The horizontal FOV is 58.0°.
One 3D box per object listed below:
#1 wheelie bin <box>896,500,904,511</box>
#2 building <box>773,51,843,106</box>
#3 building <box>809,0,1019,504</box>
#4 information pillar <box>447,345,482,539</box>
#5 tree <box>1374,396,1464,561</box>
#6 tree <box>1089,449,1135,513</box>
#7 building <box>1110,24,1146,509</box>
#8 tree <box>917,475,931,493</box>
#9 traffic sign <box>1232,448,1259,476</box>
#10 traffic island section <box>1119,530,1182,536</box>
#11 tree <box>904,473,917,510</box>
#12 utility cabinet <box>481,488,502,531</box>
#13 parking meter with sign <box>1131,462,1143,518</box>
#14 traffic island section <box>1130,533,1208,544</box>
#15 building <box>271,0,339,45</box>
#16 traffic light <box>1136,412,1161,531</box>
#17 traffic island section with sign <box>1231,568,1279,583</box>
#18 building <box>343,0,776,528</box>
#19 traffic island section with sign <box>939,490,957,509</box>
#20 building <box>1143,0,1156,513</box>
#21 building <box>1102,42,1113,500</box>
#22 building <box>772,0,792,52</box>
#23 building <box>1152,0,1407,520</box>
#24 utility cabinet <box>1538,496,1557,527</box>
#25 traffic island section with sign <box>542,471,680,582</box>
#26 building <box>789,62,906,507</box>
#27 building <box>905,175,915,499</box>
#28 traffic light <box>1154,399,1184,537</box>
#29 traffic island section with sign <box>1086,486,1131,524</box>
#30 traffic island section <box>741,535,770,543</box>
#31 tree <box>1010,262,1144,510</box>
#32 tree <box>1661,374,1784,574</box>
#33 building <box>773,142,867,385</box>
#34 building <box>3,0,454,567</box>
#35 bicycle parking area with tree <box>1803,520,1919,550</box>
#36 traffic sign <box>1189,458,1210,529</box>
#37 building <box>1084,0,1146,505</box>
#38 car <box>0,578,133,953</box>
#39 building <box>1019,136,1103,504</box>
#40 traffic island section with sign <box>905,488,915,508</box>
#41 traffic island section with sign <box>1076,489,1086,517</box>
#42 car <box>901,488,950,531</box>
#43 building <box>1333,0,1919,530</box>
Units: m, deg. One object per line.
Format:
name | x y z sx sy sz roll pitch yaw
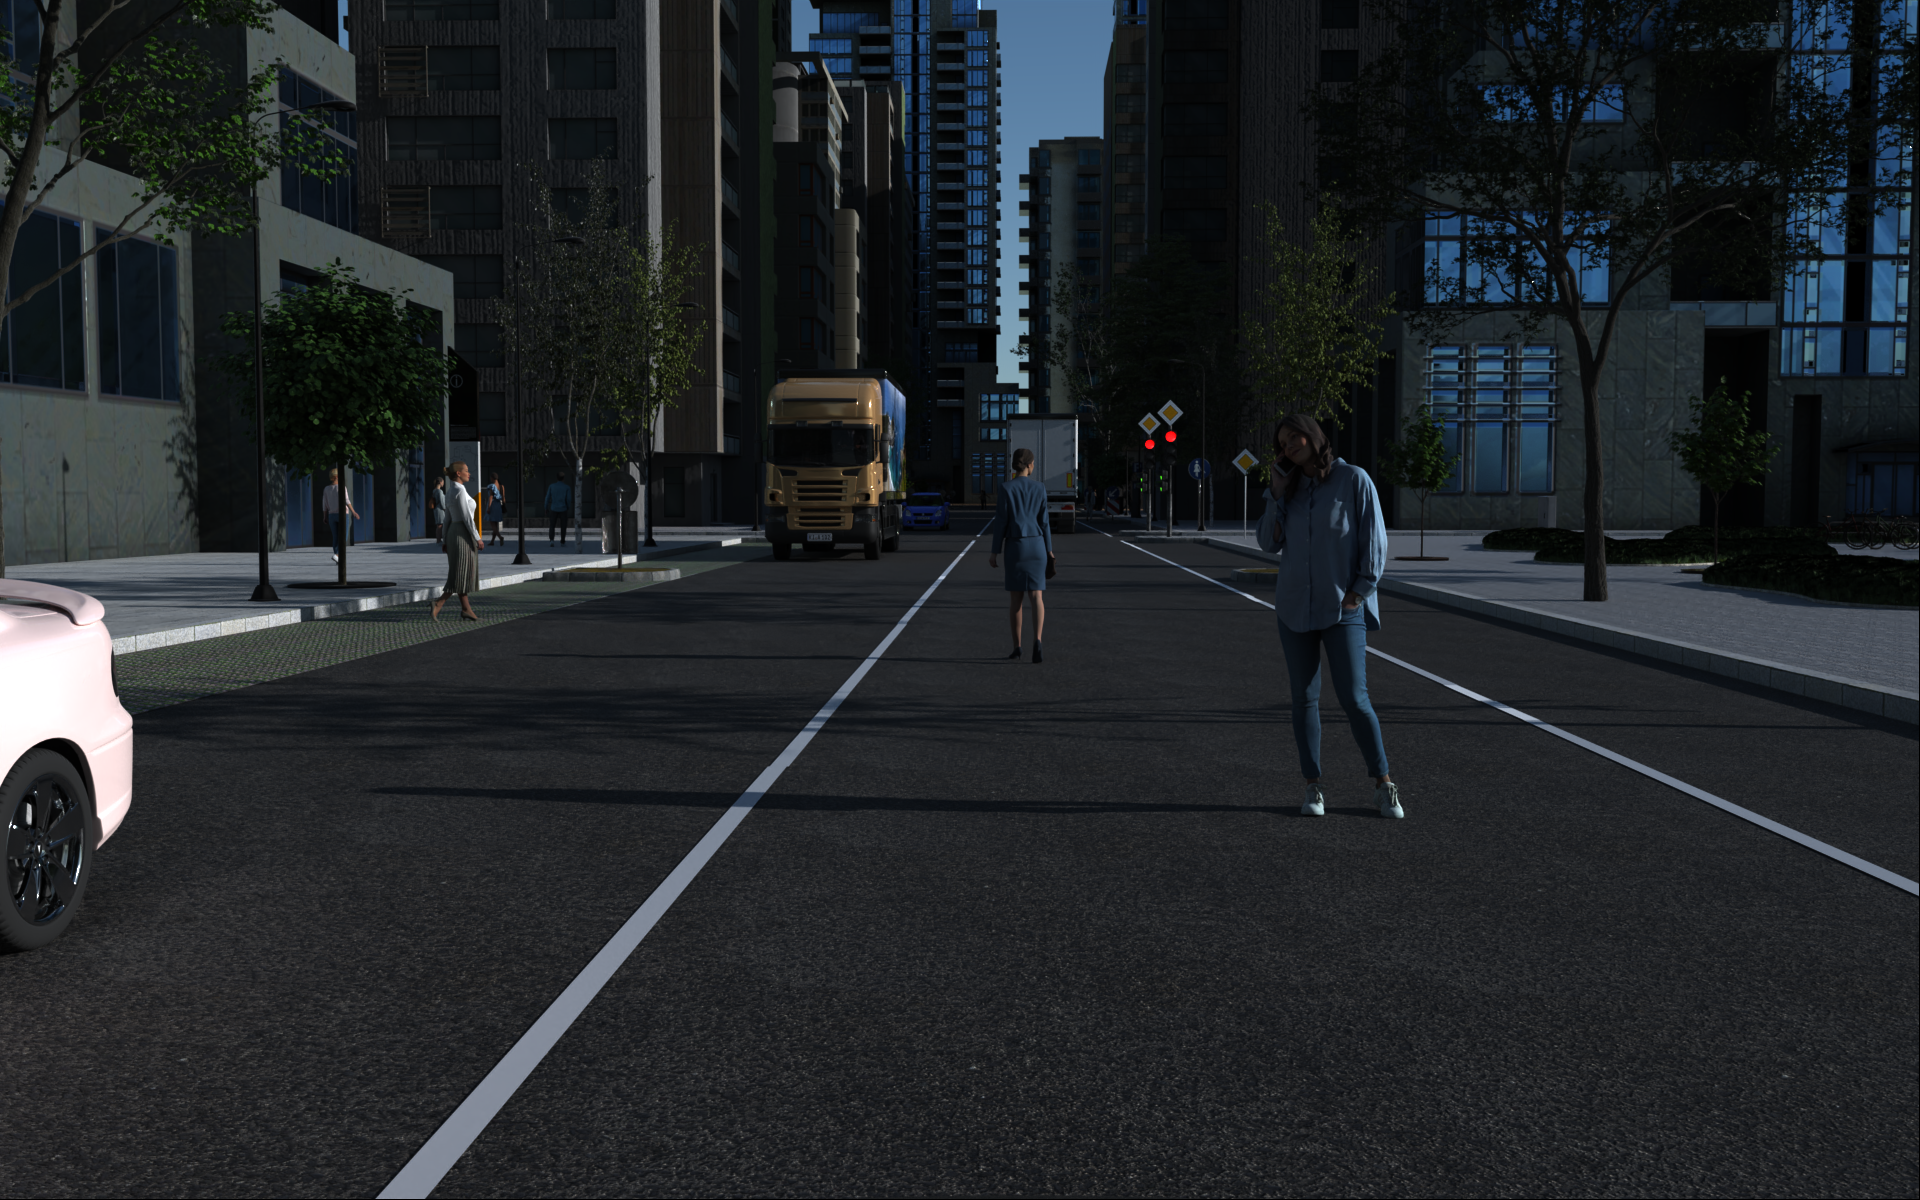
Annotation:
wheelie bin | -4.649 -7.743 134.504 0.980 1.594 0.693 0 4 -4
building | -22.883 -27.863 147.437 32.217 40.220 23.993 0 4 2
building | -7.653 -56.104 229.964 31.000 86.520 22.319 0 4 2
information pillar | -7.841 -2.203 27.375 0.504 3.616 0.183 0 4 5
tree | 9.101 -2.389 33.664 1.663 3.219 1.824 0 3 0
tree | 10.608 -8.336 120.002 4.285 4.588 4.351 0 3 0
building | 20.485 -28.817 154.760 14.154 41.232 14.086 0 4 2
tree | -3.673 -10.897 172.764 1.663 3.219 1.824 0 3 0
traffic sign | 8.187 -3.049 49.579 0.795 2.593 0.064 0 4 7
traffic island section | 6.517 -2.285 59.647 2.009 0.180 2.903 0 4 2
tree | -4.743 -8.898 140.081 1.663 3.219 1.824 0 3 0
utility cabinet | -16.350 -3.108 59.497 1.173 1.500 0.318 0 4 8
parking meter with sign | 9.616 -6.016 94.626 0.543 3.016 1.738 1 4 11
traffic island section | 6.264 -1.797 51.665 2.009 0.180 2.903 0 4 2
building | -33.035 -18.006 66.106 14.107 30.474 14.160 0 4 2
traffic light | 6.478 -4.319 59.534 0.839 4.253 0.868 0 4 2
traffic island section with sign | 5.547 -1.229 28.723 1.989 1.847 2.006 0 4 2
building | -15.369 -23.627 69.894 14.154 41.232 14.086 0 4 2
traffic island section with sign | -1.559 -9.363 161.717 1.989 1.847 2.006 0 4 2
building | 23.269 -35.266 118.601 21.231 58.520 28.212 0 4 2
building | 21.231 -31.755 169.310 14.600 45.320 14.200 0 4 2
building | -33.722 -48.433 230.137 20.611 71.187 20.563 0 4 2
building | 17.039 -19.500 90.534 14.160 30.474 14.107 0 4 2
utility cabinet | 19.862 -2.903 58.633 0.306 1.237 1.020 0 4 0
traffic island section with sign | -5.775 -1.250 29.060 1.989 1.847 2.006 0 4 2
building | -12.684 -29.548 166.700 14.154 41.232 14.086 0 4 2
building | -17.255 -30.637 192.793 23.993 40.220 32.217 0 4 2
traffic light | 6.224 -3.831 51.553 0.839 4.253 0.868 0 4 2
traffic island section with sign | 7.317 -4.645 84.578 1.989 1.847 2.006 0 4 2
traffic island section | -5.371 -1.820 52.038 2.009 0.180 2.903 0 4 2
tree | 10.852 -17.514 142.237 12.611 20.169 13.585 0 3 0
tree | 12.374 -2.040 27.949 1.663 3.219 1.824 0 3 0
building | -20.372 -15.600 100.106 27.650 21.520 28.899 0 4 2
building | -30.599 -44.338 37.594 31.000 86.520 22.319 0 4 2
bicycle parking area with tree | 24.536 -3.162 38.696 9.016 4.147 8.231 0 4 8
traffic sign | 8.443 -3.731 61.113 0.768 2.556 0.104 0 4 6
building | 25.699 -53.721 191.014 22.319 86.520 31.000 0 4 2
car | -3.800 0.503 4.135 2.083 1.381 4.827 0 3 0
building | 23.099 -37.417 231.373 30.456 49.044 23.786 0 4 2
traffic island section with sign | -3.148 -6.308 111.765 1.989 1.847 2.006 0 4 2
traffic island section with sign | 8.164 -6.293 111.520 1.989 1.847 2.006 0 4 2
car | -1.335 -3.612 68.644 1.945 1.707 3.694 0 4 3
building | 31.423 -46.282 69.384 31.000 86.520 22.319 0 4 2
